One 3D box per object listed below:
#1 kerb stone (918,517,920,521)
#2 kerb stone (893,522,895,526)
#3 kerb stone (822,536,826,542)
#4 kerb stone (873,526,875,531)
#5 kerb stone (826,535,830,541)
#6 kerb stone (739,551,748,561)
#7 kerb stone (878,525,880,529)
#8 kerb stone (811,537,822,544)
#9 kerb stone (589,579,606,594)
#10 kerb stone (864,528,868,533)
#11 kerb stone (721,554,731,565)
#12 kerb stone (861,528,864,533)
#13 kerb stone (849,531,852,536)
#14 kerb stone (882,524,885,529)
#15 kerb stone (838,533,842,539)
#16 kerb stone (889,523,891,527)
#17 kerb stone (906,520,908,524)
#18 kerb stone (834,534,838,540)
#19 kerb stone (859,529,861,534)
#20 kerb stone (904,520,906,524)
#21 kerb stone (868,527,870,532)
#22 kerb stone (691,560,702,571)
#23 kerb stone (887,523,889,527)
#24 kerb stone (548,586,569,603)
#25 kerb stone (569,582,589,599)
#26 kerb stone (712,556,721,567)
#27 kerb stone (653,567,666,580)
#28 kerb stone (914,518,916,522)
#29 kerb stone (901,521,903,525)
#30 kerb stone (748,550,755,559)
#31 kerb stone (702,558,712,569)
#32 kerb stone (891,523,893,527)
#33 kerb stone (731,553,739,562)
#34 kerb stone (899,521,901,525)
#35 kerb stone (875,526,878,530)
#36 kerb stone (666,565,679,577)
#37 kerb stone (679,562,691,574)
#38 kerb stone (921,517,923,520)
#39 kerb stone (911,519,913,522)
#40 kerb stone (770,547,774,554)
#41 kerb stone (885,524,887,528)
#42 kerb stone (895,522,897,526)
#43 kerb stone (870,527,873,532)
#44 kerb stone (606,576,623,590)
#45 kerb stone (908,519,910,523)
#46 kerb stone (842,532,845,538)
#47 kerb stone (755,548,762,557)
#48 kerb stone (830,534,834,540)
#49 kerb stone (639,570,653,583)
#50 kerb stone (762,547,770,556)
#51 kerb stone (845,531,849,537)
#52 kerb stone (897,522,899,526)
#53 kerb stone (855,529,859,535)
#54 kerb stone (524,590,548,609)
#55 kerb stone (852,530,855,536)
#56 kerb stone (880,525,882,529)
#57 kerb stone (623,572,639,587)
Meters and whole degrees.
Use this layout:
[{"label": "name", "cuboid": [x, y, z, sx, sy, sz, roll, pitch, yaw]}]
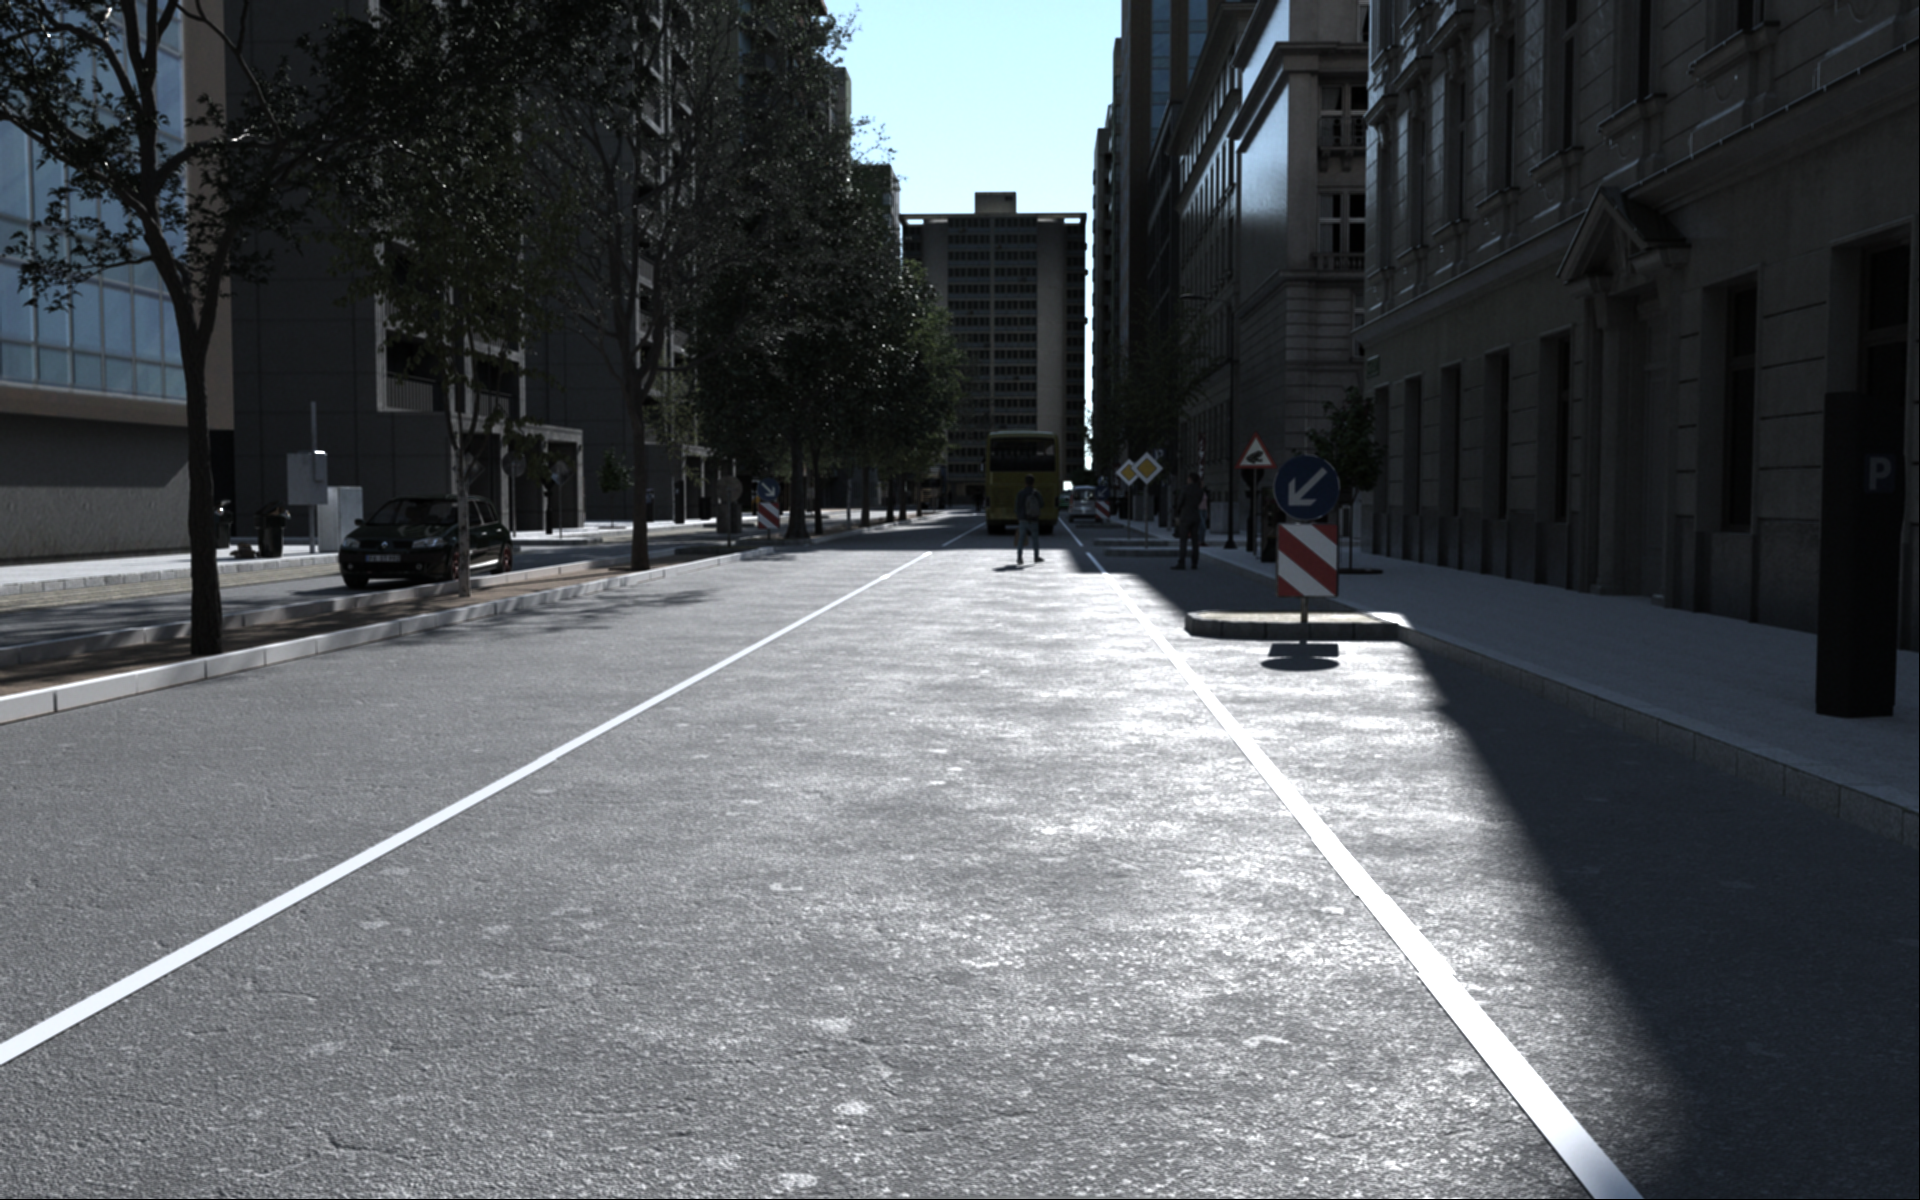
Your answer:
[{"label": "kerb stone", "cuboid": [-2.344, -4.225, 91.279, 0.120, 0.150, 1.000, 0, 4, 3]}, {"label": "kerb stone", "cuboid": [-3.049, -3.283, 75.910, 0.120, 0.150, 1.000, 0, 4, 3]}, {"label": "kerb stone", "cuboid": [-4.169, -1.780, 51.305, 0.120, 0.150, 1.000, 0, 4, 3]}, {"label": "kerb stone", "cuboid": [-3.466, -2.722, 66.693, 0.120, 0.150, 1.000, 0, 4, 3]}, {"label": "kerb stone", "cuboid": [-4.120, -1.843, 52.328, 0.120, 0.150, 1.000, 0, 4, 3]}, {"label": "kerb stone", "cuboid": [-4.791, -0.934, 37.460, 0.120, 0.150, 1.000, 0, 4, 3]}, {"label": "kerb stone", "cuboid": [-3.380, -2.847, 68.741, 0.120, 0.150, 1.000, 0, 4, 3]}, {"label": "kerb stone", "cuboid": [-4.201, -1.717, 50.282, 0.120, 0.150, 1.000, 0, 4, 3]}, {"label": "kerb stone", "cuboid": [-5.359, -0.176, 25.151, 0.120, 0.150, 1.000, 0, 4, 3]}, {"label": "kerb stone", "cuboid": [-3.600, -2.534, 63.625, 0.120, 0.150, 1.000, 0, 4, 3]}, {"label": "kerb stone", "cuboid": [-4.886, -0.808, 35.409, 0.120, 0.150, 1.000, 0, 4, 3]}, {"label": "kerb stone", "cuboid": [-3.656, -2.471, 62.589, 0.120, 0.150, 1.000, 0, 4, 3]}, {"label": "kerb stone", "cuboid": [-3.842, -2.219, 58.481, 0.120, 0.150, 1.000, 0, 4, 3]}, {"label": "kerb stone", "cuboid": [-3.277, -2.972, 70.795, 0.120, 0.150, 1.000, 0, 4, 3]}, {"label": "kerb stone", "cuboid": [-3.980, -2.032, 55.413, 0.120, 0.150, 1.000, 0, 4, 3]}, {"label": "kerb stone", "cuboid": [-3.142, -3.160, 73.868, 0.120, 0.150, 1.000, 0, 4, 3]}, {"label": "kerb stone", "cuboid": [-2.725, -3.721, 83.075, 0.120, 0.150, 1.000, 0, 4, 3]}, {"label": "kerb stone", "cuboid": [-4.026, -1.967, 54.387, 0.120, 0.150, 1.000, 0, 4, 3]}, {"label": "kerb stone", "cuboid": [-3.702, -2.407, 61.555, 0.120, 0.150, 1.000, 0, 4, 3]}, {"label": "kerb stone", "cuboid": [-2.769, -3.661, 82.053, 0.120, 0.150, 1.000, 0, 4, 3]}, {"label": "kerb stone", "cuboid": [-3.556, -2.596, 64.647, 0.120, 0.150, 1.000, 0, 4, 3]}, {"label": "kerb stone", "cuboid": [-5.028, -0.618, 32.334, 0.120, 0.150, 1.000, 0, 4, 3]}, {"label": "kerb stone", "cuboid": [-3.187, -3.090, 72.844, 0.120, 0.150, 1.000, 0, 4, 3]}, {"label": "kerb stone", "cuboid": [-5.442, -0.056, 23.105, 0.120, 0.150, 1.000, 0, 4, 3]}, {"label": "kerb stone", "cuboid": [-5.398, -0.118, 24.127, 0.120, 0.150, 1.000, 0, 4, 3]}, {"label": "kerb stone", "cuboid": [-4.943, -0.746, 34.387, 0.120, 0.150, 1.000, 0, 4, 3]}, {"label": "kerb stone", "cuboid": [-5.172, -0.432, 29.252, 0.120, 0.150, 1.000, 0, 4, 3]}, {"label": "kerb stone", "cuboid": [-2.488, -4.037, 88.204, 0.120, 0.150, 1.000, 0, 4, 3]}, {"label": "kerb stone", "cuboid": [-2.870, -3.536, 80.003, 0.120, 0.150, 1.000, 0, 4, 3]}, {"label": "kerb stone", "cuboid": [-4.753, -0.992, 38.481, 0.120, 0.150, 1.000, 0, 4, 3]}, {"label": "kerb stone", "cuboid": [-4.984, -0.683, 33.360, 0.120, 0.150, 1.000, 0, 4, 3]}, {"label": "kerb stone", "cuboid": [-3.099, -3.222, 74.889, 0.120, 0.150, 1.000, 0, 4, 3]}, {"label": "kerb stone", "cuboid": [-4.839, -0.869, 36.435, 0.120, 0.150, 1.000, 0, 4, 3]}, {"label": "kerb stone", "cuboid": [-2.900, -3.473, 78.973, 0.120, 0.150, 1.000, 0, 4, 3]}, {"label": "kerb stone", "cuboid": [-3.414, -2.781, 67.720, 0.120, 0.150, 1.000, 0, 4, 3]}, {"label": "kerb stone", "cuboid": [-5.116, -0.494, 30.275, 0.120, 0.150, 1.000, 0, 4, 3]}, {"label": "kerb stone", "cuboid": [-5.070, -0.557, 31.312, 0.120, 0.150, 1.000, 0, 4, 3]}, {"label": "kerb stone", "cuboid": [-2.249, -4.351, 93.326, 0.120, 0.150, 1.000, 0, 4, 3]}, {"label": "kerb stone", "cuboid": [-2.582, -3.911, 86.148, 0.120, 0.150, 1.000, 0, 4, 3]}, {"label": "kerb stone", "cuboid": [-4.609, -1.184, 41.553, 0.120, 0.150, 1.000, 0, 4, 3]}, {"label": "kerb stone", "cuboid": [-3.237, -3.032, 71.823, 0.120, 0.150, 1.000, 0, 4, 3]}, {"label": "kerb stone", "cuboid": [-2.999, -3.348, 76.931, 0.120, 0.150, 1.000, 0, 4, 3]}, {"label": "kerb stone", "cuboid": [-3.505, -2.659, 65.670, 0.120, 0.150, 1.000, 0, 4, 3]}, {"label": "kerb stone", "cuboid": [-5.307, -0.243, 26.171, 0.120, 0.150, 1.000, 0, 4, 3]}, {"label": "kerb stone", "cuboid": [-2.670, -3.786, 84.096, 0.120, 0.150, 1.000, 0, 4, 3]}, {"label": "kerb stone", "cuboid": [-3.930, -2.085, 56.434, 0.120, 0.150, 1.000, 0, 4, 3]}, {"label": "kerb stone", "cuboid": [-4.706, -1.055, 39.506, 0.120, 0.150, 1.000, 0, 4, 3]}, {"label": "kerb stone", "cuboid": [-4.074, -1.901, 53.363, 0.120, 0.150, 1.000, 0, 4, 3]}, {"label": "kerb stone", "cuboid": [-5.222, -0.368, 28.224, 0.120, 0.150, 1.000, 0, 4, 3]}, {"label": "kerb stone", "cuboid": [-4.653, -1.121, 40.532, 0.120, 0.150, 1.000, 0, 4, 3]}, {"label": "kerb stone", "cuboid": [-3.882, -2.154, 57.455, 0.120, 0.150, 1.000, 0, 4, 3]}, {"label": "kerb stone", "cuboid": [-2.948, -3.410, 77.952, 0.120, 0.150, 1.000, 0, 4, 3]}, {"label": "kerb stone", "cuboid": [-3.747, -2.342, 60.534, 0.120, 0.150, 1.000, 0, 4, 3]}, {"label": "kerb stone", "cuboid": [-5.489, 0.007, 22.084, 0.120, 0.150, 1.000, 0, 4, 3]}, {"label": "kerb stone", "cuboid": [-3.793, -2.282, 59.508, 0.120, 0.150, 1.000, 0, 4, 3]}, {"label": "kerb stone", "cuboid": [-3.329, -2.910, 69.767, 0.120, 0.150, 1.000, 0, 4, 3]}, {"label": "kerb stone", "cuboid": [-5.252, -0.306, 27.195, 0.120, 0.150, 1.000, 0, 4, 3]}]
